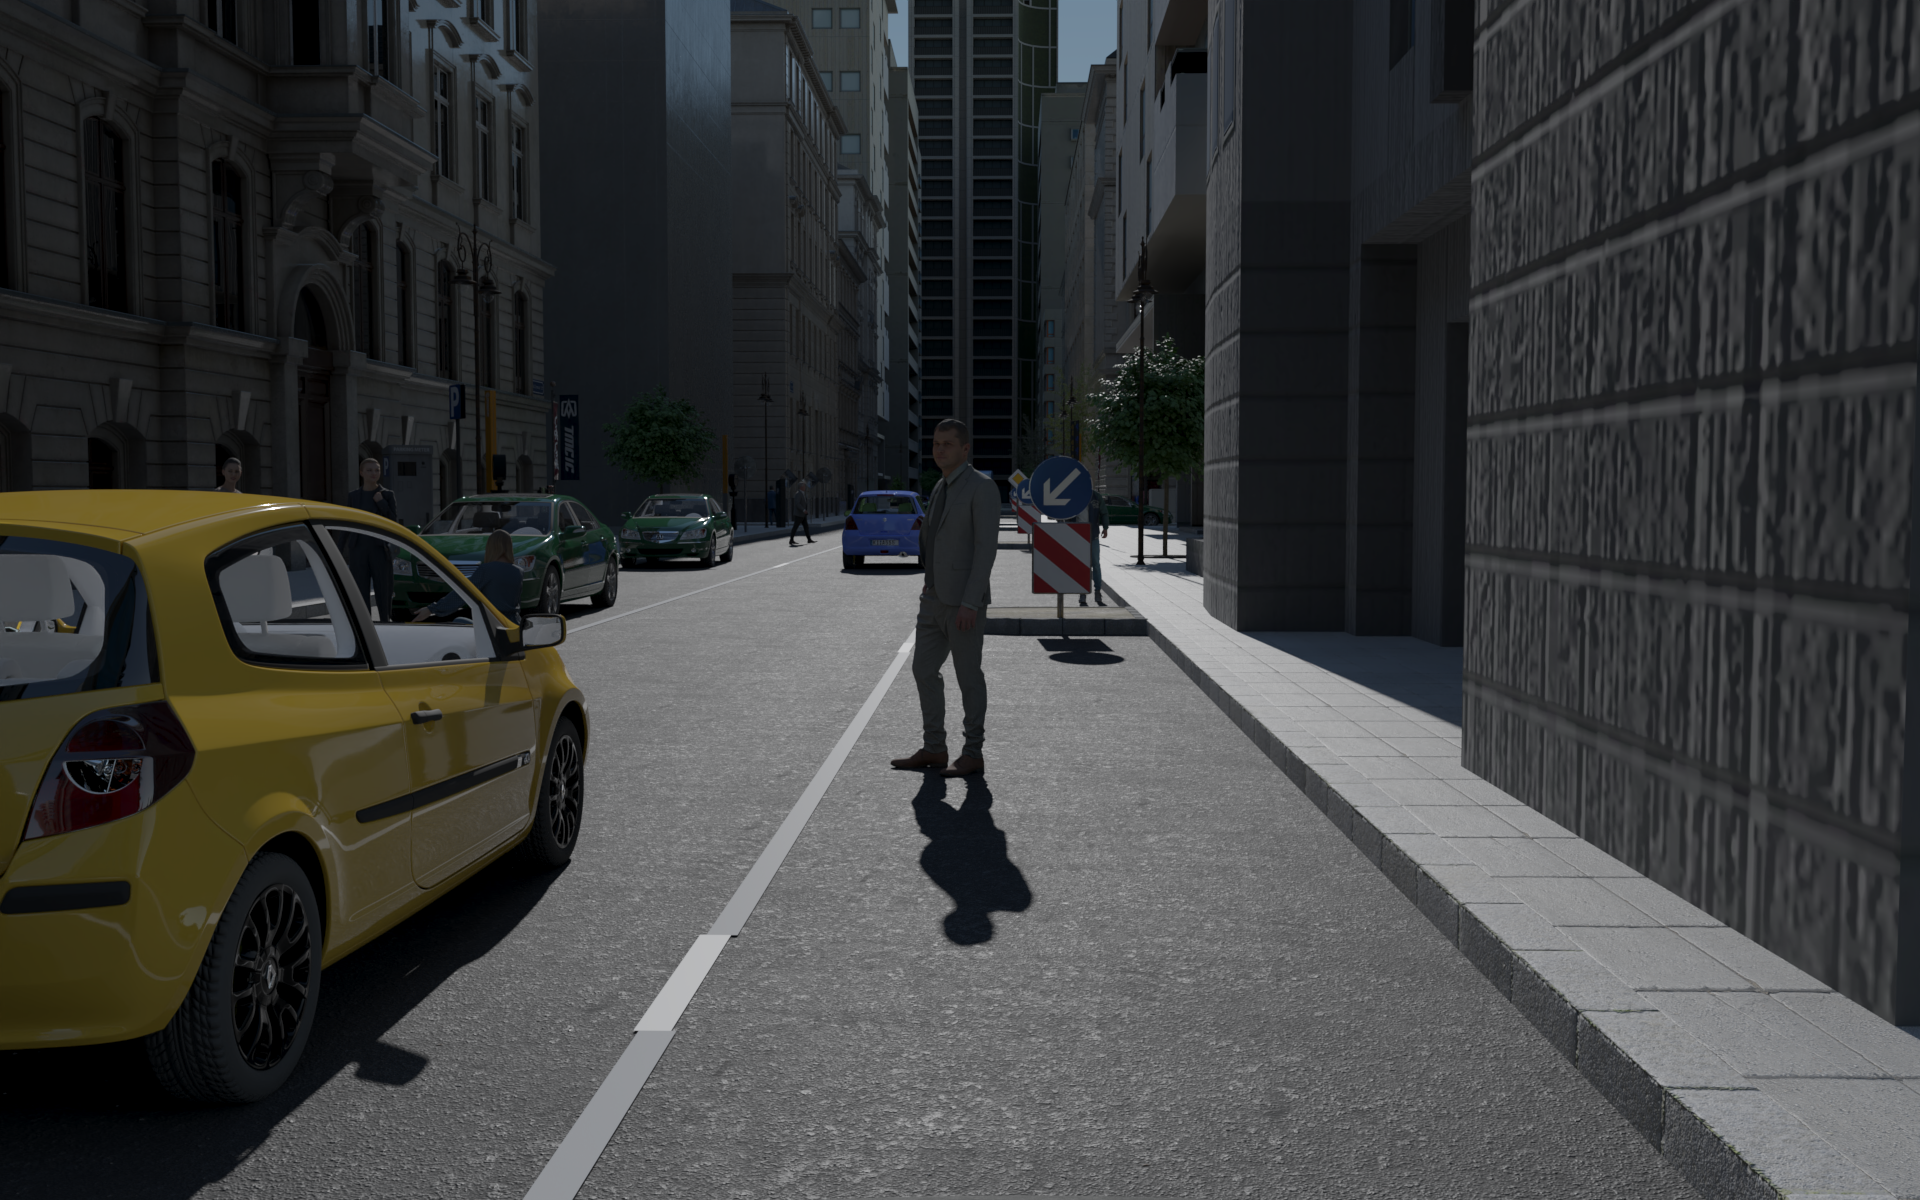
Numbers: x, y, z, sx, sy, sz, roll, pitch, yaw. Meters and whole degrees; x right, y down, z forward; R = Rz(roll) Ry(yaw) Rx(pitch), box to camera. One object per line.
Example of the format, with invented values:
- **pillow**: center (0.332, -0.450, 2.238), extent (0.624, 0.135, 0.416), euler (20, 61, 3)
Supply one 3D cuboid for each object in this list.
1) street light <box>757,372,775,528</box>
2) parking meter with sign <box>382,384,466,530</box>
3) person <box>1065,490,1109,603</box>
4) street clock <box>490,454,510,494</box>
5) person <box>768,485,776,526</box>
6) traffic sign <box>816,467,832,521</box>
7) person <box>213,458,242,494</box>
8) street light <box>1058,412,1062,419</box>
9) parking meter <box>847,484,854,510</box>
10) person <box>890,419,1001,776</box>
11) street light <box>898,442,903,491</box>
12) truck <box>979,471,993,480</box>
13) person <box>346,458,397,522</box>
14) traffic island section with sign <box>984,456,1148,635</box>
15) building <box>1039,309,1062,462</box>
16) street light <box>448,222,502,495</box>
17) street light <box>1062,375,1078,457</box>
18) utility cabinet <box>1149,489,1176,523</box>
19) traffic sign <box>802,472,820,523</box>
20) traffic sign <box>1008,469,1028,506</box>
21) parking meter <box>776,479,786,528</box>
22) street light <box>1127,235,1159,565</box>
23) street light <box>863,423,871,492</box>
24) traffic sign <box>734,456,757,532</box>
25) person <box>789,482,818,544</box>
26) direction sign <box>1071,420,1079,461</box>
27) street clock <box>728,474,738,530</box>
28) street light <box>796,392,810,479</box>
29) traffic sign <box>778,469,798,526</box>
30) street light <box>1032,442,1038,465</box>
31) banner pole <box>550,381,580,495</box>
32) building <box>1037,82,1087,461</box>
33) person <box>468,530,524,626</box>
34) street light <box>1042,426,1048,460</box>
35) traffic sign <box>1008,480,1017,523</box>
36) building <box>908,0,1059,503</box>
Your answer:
- **street light**: center (-7.338, -5.674, 65.551), extent (0.468, 5.910, 1.993), euler (0, 4, 2)
- **parking meter with sign**: center (-8.687, -1.892, 27.194), extent (1.738, 3.016, 0.543), euler (-2, 4, -34)
- **person**: center (1.646, -0.859, 22.895), extent (0.623, 1.781, 0.721), euler (0, 4, -1)
- **street clock**: center (-8.416, -1.658, 31.683), extent (0.358, 2.002, 0.471), euler (-1, 4, -18)
- **person**: center (-7.866, -3.932, 72.974), extent (0.721, 1.800, 0.419), euler (0, 4, 3)
- **traffic sign**: center (-6.520, -5.062, 82.876), extent (0.768, 2.556, 0.104), euler (0, 4, 8)
- **person**: center (-7.045, -0.484, 16.747), extent (0.374, 1.781, 0.599), euler (1, 4, 13)
- **street light**: center (4.703, -6.470, 78.576), extent (0.468, 5.910, 1.993), euler (0, 4, 2)
- **parking meter**: center (-6.533, -5.986, 103.581), extent (0.255, 1.863, 0.399), euler (2, 4, 30)
- **person**: center (-0.028, -0.018, 8.901), extent (0.391, 1.810, 0.635), euler (-3, 4, -39)
- **street light**: center (-5.052, -10.744, 148.457), extent (0.468, 5.910, 1.993), euler (0, 4, 2)
- **truck**: center (2.573, -12.476, 193.748), extent (2.967, 4.110, 18.799), euler (0, 4, 1)
- **person**: center (-5.684, -0.473, 16.662), extent (0.576, 1.772, 0.534), euler (-2, 4, -26)
- **traffic island section with sign**: center (0.958, -0.612, 18.633), extent (1.989, 1.847, 2.006), euler (0, 4, 2)
- **building**: center (22.114, -20.251, 176.144), extent (27.650, 21.520, 28.899), euler (0, 4, 2)
- **street light**: center (-8.296, -3.486, 29.782), extent (0.468, 5.910, 1.993), euler (0, 4, 2)
- **street light**: center (4.342, -5.798, 67.592), extent (0.468, 5.910, 1.993), euler (0, 4, 2)
- **utility cabinet**: center (8.918, -4.139, 76.352), extent (1.173, 1.500, 0.318), euler (-1, 4, -19)
- **traffic sign**: center (-6.583, -4.459, 76.553), extent (0.795, 2.450, 0.064), euler (0, 4, 2)
- **traffic sign**: center (2.289, -3.955, 68.302), extent (0.795, 2.450, 0.064), euler (0, 4, 2)
- **parking meter**: center (-6.856, -3.700, 66.209), extent (0.255, 1.863, 0.399), euler (-2, 4, -33)
- **street light**: center (3.276, -3.574, 31.225), extent (0.468, 5.910, 1.993), euler (0, 4, 2)
- **street light**: center (-6.010, -8.565, 112.828), extent (0.468, 5.910, 1.993), euler (0, 4, 2)
- **traffic sign**: center (-7.196, -3.544, 58.046), extent (0.768, 2.556, 0.104), euler (0, 4, 3)
- **person**: center (-4.496, -2.494, 49.680), extent (0.834, 1.777, 0.661), euler (0, 4, -5)
- **direction sign**: center (3.540, -3.755, 53.395), extent (0.379, 3.537, 0.876), euler (-1, 4, -12)
- **street clock**: center (-8.033, -3.477, 61.417), extent (0.358, 2.002, 0.471), euler (1, 4, 12)
- **street light**: center (-6.982, -6.384, 77.168), extent (0.468, 5.910, 1.993), euler (0, 4, 2)
- **traffic sign**: center (-6.802, -3.971, 68.571), extent (0.795, 2.450, 0.064), euler (0, 4, 2)
- **street light**: center (6.537, -10.889, 150.820), extent (0.468, 5.910, 1.993), euler (0, 4, 2)
- **banner pole**: center (-8.802, -2.961, 38.430), extent (0.863, 3.779, 0.401), euler (1, 4, 15)
- **building**: center (19.826, -35.285, 200.609), extent (21.300, 48.544, 21.600), euler (0, 4, 2)
- **person**: center (-3.808, 0.019, 13.693), extent (1.012, 1.151, 0.738), euler (-3, 5, -41)
- **street light**: center (5.628, -8.684, 114.775), extent (0.468, 5.910, 1.993), euler (0, 4, 2)
- **traffic sign**: center (2.507, -4.443, 76.284), extent (0.795, 2.450, 0.064), euler (0, 4, 2)
- **building**: center (3.479, -49.293, 244.186), extent (20.611, 71.187, 20.563), euler (0, 4, 2)
